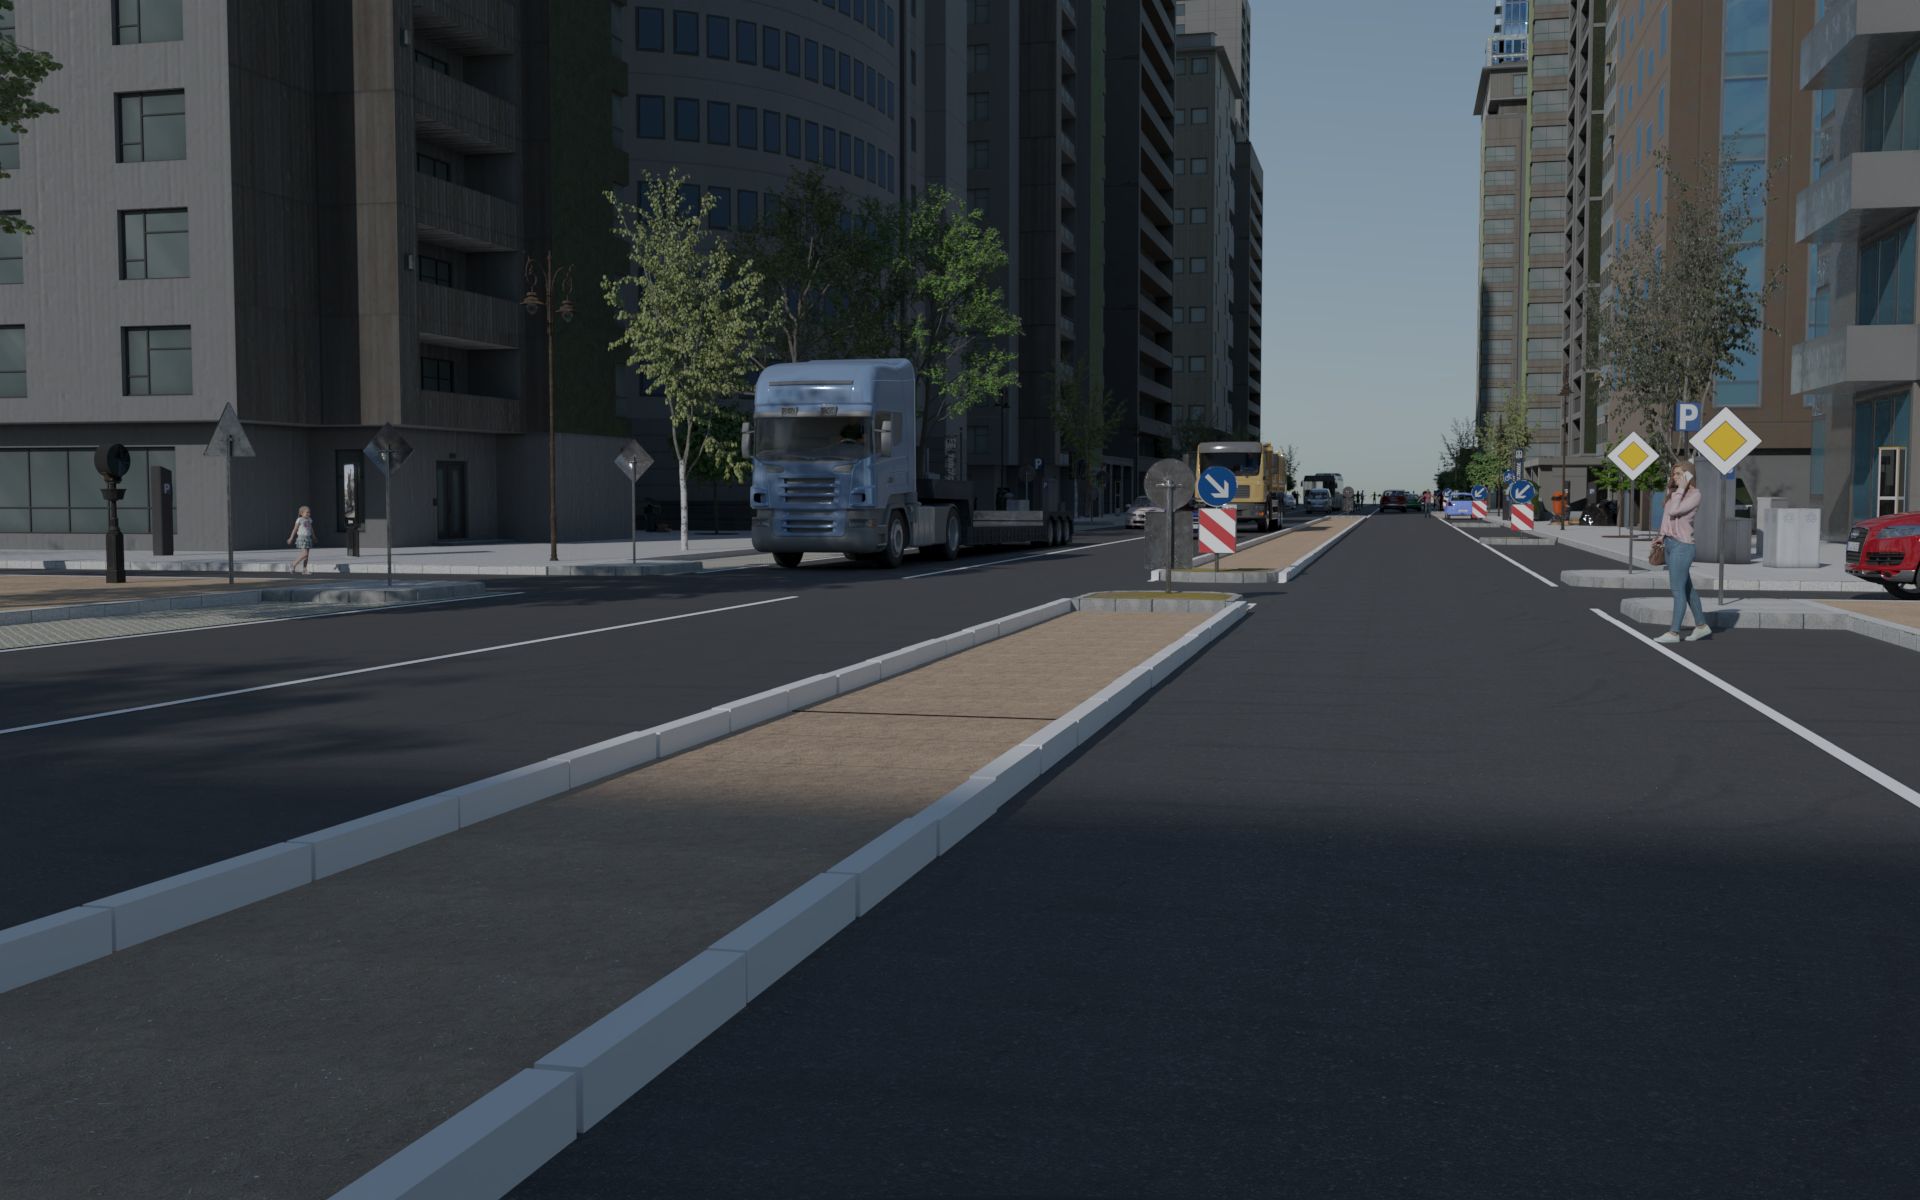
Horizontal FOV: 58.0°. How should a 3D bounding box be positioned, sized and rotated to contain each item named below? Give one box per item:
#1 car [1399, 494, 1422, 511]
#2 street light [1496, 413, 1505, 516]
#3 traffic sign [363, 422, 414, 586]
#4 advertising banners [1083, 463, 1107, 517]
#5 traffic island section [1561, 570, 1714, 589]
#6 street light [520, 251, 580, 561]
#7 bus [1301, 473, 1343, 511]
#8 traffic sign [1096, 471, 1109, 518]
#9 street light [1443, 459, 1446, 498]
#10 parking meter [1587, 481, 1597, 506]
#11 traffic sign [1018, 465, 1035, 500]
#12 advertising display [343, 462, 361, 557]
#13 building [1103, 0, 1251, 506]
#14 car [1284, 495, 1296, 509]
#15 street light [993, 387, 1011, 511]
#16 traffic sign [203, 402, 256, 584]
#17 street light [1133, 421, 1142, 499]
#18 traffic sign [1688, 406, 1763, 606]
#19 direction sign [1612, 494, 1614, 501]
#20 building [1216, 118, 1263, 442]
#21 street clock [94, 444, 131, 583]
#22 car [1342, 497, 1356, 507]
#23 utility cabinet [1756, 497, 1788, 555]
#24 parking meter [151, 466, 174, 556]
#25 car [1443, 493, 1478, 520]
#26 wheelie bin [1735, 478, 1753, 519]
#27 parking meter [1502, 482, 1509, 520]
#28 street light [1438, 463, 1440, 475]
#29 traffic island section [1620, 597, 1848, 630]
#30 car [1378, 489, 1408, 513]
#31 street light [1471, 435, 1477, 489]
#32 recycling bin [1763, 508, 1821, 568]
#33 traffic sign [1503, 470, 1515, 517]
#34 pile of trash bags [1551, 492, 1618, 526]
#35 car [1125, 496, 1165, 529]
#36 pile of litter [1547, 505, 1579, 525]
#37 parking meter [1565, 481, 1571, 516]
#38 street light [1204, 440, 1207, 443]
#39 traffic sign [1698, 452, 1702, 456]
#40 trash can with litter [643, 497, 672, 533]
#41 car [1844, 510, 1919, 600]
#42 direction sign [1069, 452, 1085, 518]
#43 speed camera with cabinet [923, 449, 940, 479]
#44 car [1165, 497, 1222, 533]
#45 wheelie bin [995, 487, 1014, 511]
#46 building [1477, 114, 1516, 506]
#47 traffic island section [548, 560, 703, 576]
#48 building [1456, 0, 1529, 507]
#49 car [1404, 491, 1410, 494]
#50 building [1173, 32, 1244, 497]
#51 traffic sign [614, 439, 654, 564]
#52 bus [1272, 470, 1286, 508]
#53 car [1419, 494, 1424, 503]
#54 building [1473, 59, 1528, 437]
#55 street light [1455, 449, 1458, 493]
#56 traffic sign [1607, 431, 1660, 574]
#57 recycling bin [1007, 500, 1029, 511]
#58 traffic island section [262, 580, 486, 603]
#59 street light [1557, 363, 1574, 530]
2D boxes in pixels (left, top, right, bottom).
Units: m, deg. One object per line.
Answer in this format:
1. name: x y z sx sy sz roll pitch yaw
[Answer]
1. car: 37.597 -8.311 144.673 1.959 1.807 4.718 1 4 13
2. street light: 30.893 -7.727 99.127 0.468 5.910 1.993 1 4 14
3. traffic sign: -7.958 -1.252 24.119 0.795 2.450 0.064 1 4 14
4. advertising banners: 7.510 -6.094 95.827 0.090 3.025 2.074 3 5 42
5. traffic island section: 10.740 -0.331 27.698 2.009 0.180 2.903 1 4 14
6. street light: -7.797 -3.688 33.089 0.468 5.910 1.993 1 4 14
7. bus: 30.837 -9.298 146.881 2.948 3.499 13.247 1 4 16
8. traffic sign: 7.720 -5.739 93.943 0.768 2.556 0.104 1 4 23
9. street light: 60.783 -14.956 217.317 0.468 5.910 1.993 1 4 14
10. parking meter: 27.482 -4.258 75.334 0.399 1.863 0.255 2 4 28
11. traffic sign: 2.879 -4.585 75.064 0.768 2.556 0.104 1 4 20
12. advertising display: -12.492 -1.859 35.604 0.123 1.923 0.974 -2 4 -32
13. building: 32.955 -49.577 248.835 20.563 71.187 20.611 1 4 14
14. car: 30.715 -9.248 163.564 2.083 1.381 4.827 1 4 13
15. street light: 1.719 -5.976 70.490 0.468 5.910 1.993 1 4 14
16. traffic sign: -10.356 -1.501 24.544 0.884 2.594 0.081 1 4 17
17. street light: 10.893 -8.193 106.743 0.468 5.910 1.993 1 4 14
18. traffic sign: 8.757 -0.993 19.885 0.795 2.450 0.064 1 4 14
19. direction sign: 27.628 -4.971 73.281 0.379 3.537 0.876 1 4 22
20. building: 28.318 -37.019 228.968 21.300 48.544 21.600 1 4 14
21. street clock: -12.175 -1.245 24.923 0.358 2.002 0.471 1 4 15
22. car: 42.745 -11.088 191.083 2.009 1.686 4.222 1 4 16
23. utility cabinet: 17.180 -1.557 36.626 0.306 1.237 1.020 3 5 44
24. parking meter: -16.623 -1.859 36.103 0.255 1.863 0.399 1 4 12
25. car: 28.381 -5.416 98.145 1.945 1.707 3.694 1 4 13
26. wheelie bin: 15.056 -1.599 34.046 0.980 1.594 0.693 -1 4 -16
27. parking meter: 26.704 -4.833 84.733 0.255 1.863 0.399 1 4 9
28. street light: 70.299 -17.226 254.433 0.468 5.910 1.993 1 4 14
29. traffic island section: 8.781 0.142 19.956 2.009 0.180 2.903 1 4 14
30. car: 33.993 -7.783 135.924 2.281 1.827 5.304 1 4 13
31. street light: 40.142 -9.953 135.518 0.468 5.910 1.993 1 4 14
32. recycling bin: 14.513 -1.081 30.231 0.722 1.027 0.722 0 4 5
33. traffic sign: 28.785 -5.532 90.558 0.768 2.556 0.104 1 4 20
34. pile of trash bags: 25.435 -3.652 69.464 3.447 1.369 1.912 0 4 -2
35. car: 8.032 -3.669 72.357 2.083 1.381 4.827 1 4 13
36. pile of litter: 25.347 -3.558 72.142 1.719 0.858 1.176 1 4 13
37. parking meter: 26.335 -4.253 75.253 0.255 1.863 0.399 2 4 34
38. street light: 20.447 -10.496 144.403 0.468 5.910 1.993 1 4 14
39. traffic sign: 14.583 -2.032 33.322 0.768 2.556 0.104 1 4 21
40. trash can with litter: -10.108 -2.854 58.047 1.055 1.170 0.624 2 4 32
41. car: 14.332 -0.832 22.271 5.304 1.827 2.281 1 4 13
42. direction sign: 6.268 -6.165 92.799 0.876 3.537 0.379 0 4 -8
43. speed camera with cabinet: -0.980 -4.919 74.761 0.660 3.252 2.038 -1 4 -22
44. car: 7.601 -2.633 55.636 1.945 1.354 3.894 1 4 13
45. wheelie bin: 2.077 -4.505 81.566 0.980 1.594 0.693 2 4 25
46. building: 63.770 -30.872 188.345 14.154 41.232 14.086 1 4 14
47. traffic island section: -6.024 -0.590 31.929 2.009 0.180 2.903 1 4 14
48. building: 80.054 -56.380 234.481 22.319 86.520 31.000 1 4 14
49. car: 51.836 -11.862 202.608 2.281 1.827 5.304 1 4 16
50. building: 18.074 -37.732 206.150 28.713 52.752 27.495 1 4 14
51. traffic sign: -5.999 -1.726 31.861 0.795 2.450 0.064 1 4 14
52. bus: 24.191 -8.920 137.392 2.896 3.916 12.252 1 4 15
53. car: 65.528 -14.369 244.519 1.945 1.707 3.694 1 4 15
54. building: 76.219 -37.745 206.369 28.713 52.752 27.495 1 4 14
55. street light: 49.603 -12.259 173.219 0.468 5.910 1.993 1 4 14
56. traffic sign: 10.715 -1.467 27.627 0.795 2.450 0.064 1 4 14
57. recycling bin: 2.477 -3.769 74.170 0.722 1.027 0.722 3 4 39
58. traffic island section: -7.982 -0.117 24.187 2.009 0.180 2.903 1 4 14
59. street light: 21.412 -5.417 61.353 0.468 5.910 1.993 1 4 14
